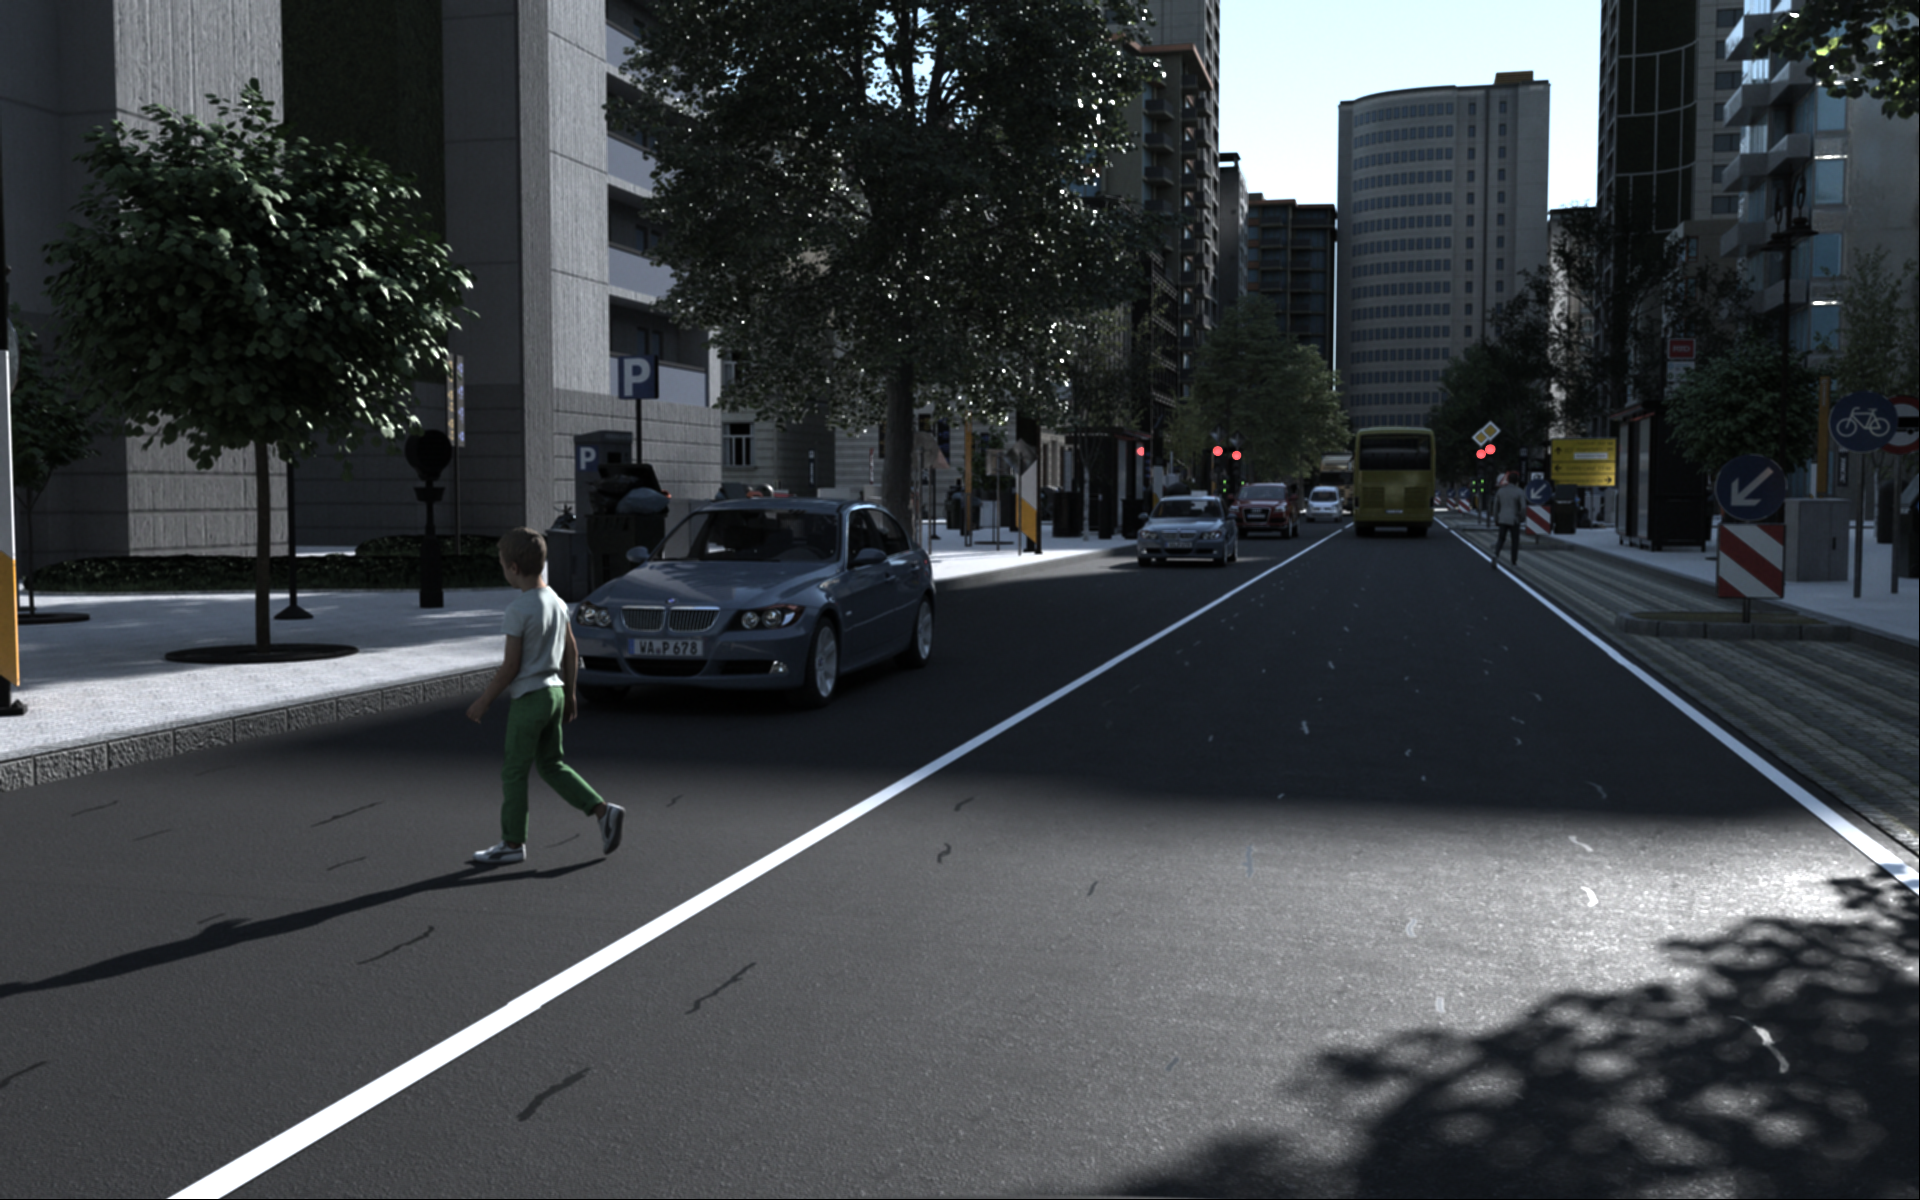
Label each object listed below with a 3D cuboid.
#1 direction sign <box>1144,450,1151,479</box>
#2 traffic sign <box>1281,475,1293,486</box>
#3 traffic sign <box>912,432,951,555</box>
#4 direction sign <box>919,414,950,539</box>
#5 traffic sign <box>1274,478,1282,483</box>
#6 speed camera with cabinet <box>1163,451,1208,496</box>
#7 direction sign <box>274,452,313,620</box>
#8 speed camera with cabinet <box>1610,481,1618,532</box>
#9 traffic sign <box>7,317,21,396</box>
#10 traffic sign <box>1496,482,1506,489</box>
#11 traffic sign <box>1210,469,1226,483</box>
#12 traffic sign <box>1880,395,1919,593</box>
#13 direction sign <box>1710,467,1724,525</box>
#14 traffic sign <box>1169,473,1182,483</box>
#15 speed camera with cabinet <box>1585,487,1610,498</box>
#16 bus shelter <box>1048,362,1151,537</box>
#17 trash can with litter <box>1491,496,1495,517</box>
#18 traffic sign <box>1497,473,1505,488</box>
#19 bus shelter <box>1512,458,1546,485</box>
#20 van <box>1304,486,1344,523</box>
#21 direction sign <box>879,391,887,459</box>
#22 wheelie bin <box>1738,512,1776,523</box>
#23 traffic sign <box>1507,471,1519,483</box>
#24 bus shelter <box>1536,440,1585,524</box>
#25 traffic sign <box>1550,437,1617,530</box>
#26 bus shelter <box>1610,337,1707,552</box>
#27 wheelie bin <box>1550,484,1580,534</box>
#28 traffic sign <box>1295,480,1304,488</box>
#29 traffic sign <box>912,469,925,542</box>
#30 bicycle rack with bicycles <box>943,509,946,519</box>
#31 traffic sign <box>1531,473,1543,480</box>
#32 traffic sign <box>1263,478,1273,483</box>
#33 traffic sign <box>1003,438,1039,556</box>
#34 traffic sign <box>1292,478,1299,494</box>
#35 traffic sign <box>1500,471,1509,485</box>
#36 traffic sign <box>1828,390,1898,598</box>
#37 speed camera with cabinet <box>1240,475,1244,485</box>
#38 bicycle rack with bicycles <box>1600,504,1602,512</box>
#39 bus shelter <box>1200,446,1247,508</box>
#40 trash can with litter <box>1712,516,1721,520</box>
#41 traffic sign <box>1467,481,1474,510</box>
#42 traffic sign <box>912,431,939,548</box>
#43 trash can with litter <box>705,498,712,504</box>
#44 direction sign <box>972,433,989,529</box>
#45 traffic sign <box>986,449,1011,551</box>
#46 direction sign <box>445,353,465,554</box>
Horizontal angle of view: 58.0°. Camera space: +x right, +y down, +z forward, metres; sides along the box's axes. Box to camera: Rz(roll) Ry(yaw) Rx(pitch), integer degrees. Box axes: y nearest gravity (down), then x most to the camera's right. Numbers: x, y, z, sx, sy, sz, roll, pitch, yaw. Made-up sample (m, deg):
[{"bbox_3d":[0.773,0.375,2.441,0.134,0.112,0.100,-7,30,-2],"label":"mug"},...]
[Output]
[{"bbox_3d":[9.469,-5.984,89.829,0.876,3.537,0.379,2,4,27],"label":"direction sign"},{"bbox_3d":[21.292,-6.890,112.762,0.768,2.556,0.104,1,4,16],"label":"traffic sign"},{"bbox_3d":[-0.634,-2.232,36.497,0.884,2.594,0.081,1,4,15],"label":"traffic sign"},{"bbox_3d":[-0.729,-3.487,49.004,0.876,3.537,0.379,0,4,0],"label":"direction sign"},{"bbox_3d":[25.340,-8.414,137.671,0.768,2.556,0.104,2,4,23],"label":"traffic sign"},{"bbox_3d":[10.472,-5.280,80.662,2.038,3.252,0.660,0,4,-7],"label":"speed camera with cabinet"},{"bbox_3d":[-6.872,-1.575,17.754,0.379,3.537,0.876,1,4,10],"label":"direction sign"},{"bbox_3d":[22.396,-3.847,57.234,0.660,3.252,2.038,0,4,-6],"label":"speed camera with cabinet"},{"bbox_3d":[-6.433,-0.684,11.286,0.768,2.556,0.104,1,4,17],"label":"traffic sign"},{"bbox_3d":[39.252,-7.704,125.968,0.884,2.594,0.081,1,4,17],"label":"traffic sign"},{"bbox_3d":[11.963,-4.907,80.337,0.768,2.556,0.104,1,4,21],"label":"traffic sign"},{"bbox_3d":[12.097,-1.360,22.344,0.768,2.556,0.104,1,4,17],"label":"traffic sign"},{"bbox_3d":[32.090,-4.942,72.804,0.876,3.537,0.379,3,4,39],"label":"direction sign"},{"bbox_3d":[10.256,-4.921,82.581,0.606,2.300,0.079,1,4,22],"label":"traffic sign"},{"bbox_3d":[36.456,-6.483,100.338,2.038,3.252,0.660,0,4,-3],"label":"speed camera with cabinet"},{"bbox_3d":[4.383,-4.743,55.187,2.179,5.291,8.768,1,4,14],"label":"bus shelter"},{"bbox_3d":[30.548,-5.365,99.102,0.624,1.170,1.055,1,4,20],"label":"trash can with litter"},{"bbox_3d":[33.367,-6.505,106.463,0.768,2.556,0.104,1,4,23],"label":"traffic sign"},{"bbox_3d":[32.659,-6.410,98.728,2.014,3.302,5.546,1,4,14],"label":"bus shelter"},{"bbox_3d":[18.624,-4.980,88.438,2.013,2.044,4.112,1,4,15],"label":"van"},{"bbox_3d":[-1.481,-2.806,37.868,0.379,3.537,0.876,-3,5,-42],"label":"direction sign"},{"bbox_3d":[17.072,-1.789,37.161,0.980,1.594,0.693,-3,5,-42],"label":"wheelie bin"},{"bbox_3d":[30.473,-5.825,95.339,0.768,2.556,0.104,1,4,22],"label":"traffic sign"},{"bbox_3d":[26.890,-5.277,77.555,1.731,3.624,6.357,1,4,14],"label":"bus shelter"},{"bbox_3d":[22.509,-4.202,62.583,2.265,3.308,0.079,1,4,21],"label":"traffic sign"},{"bbox_3d":[17.188,-3.955,42.288,2.179,5.291,8.768,1,4,14],"label":"bus shelter"},{"bbox_3d":[19.462,-2.922,55.688,0.980,1.594,0.693,2,4,32],"label":"wheelie bin"},{"bbox_3d":[27.291,-8.454,139.410,0.795,2.450,0.064,1,4,18],"label":"traffic sign"},{"bbox_3d":[-1.050,-2.487,40.769,0.768,2.556,0.104,1,4,16],"label":"traffic sign"},{"bbox_3d":[0.805,-4.485,86.712,2.852,0.926,2.925,-2,4,-27],"label":"bicycle rack with bicycles"},{"bbox_3d":[27.501,-4.921,82.584,0.606,2.300,0.079,1,4,21],"label":"traffic sign"},{"bbox_3d":[24.786,-8.524,139.474,0.768,2.556,0.104,1,4,16],"label":"traffic sign"},{"bbox_3d":[1.243,-2.122,35.882,0.795,2.450,0.064,2,4,23],"label":"traffic sign"},{"bbox_3d":[27.387,-8.614,140.940,0.768,2.556,0.104,1,4,22],"label":"traffic sign"},{"bbox_3d":[30.539,-5.907,96.588,0.884,2.594,0.081,1,4,17],"label":"traffic sign"},{"bbox_3d":[11.121,-1.302,21.392,0.768,2.556,0.104,1,4,21],"label":"traffic sign"},{"bbox_3d":[18.724,-7.327,114.125,2.038,3.252,0.660,-3,5,-43],"label":"speed camera with cabinet"},{"bbox_3d":[33.442,-4.682,89.939,2.925,0.926,2.852,1,4,16],"label":"bicycle rack with bicycles"},{"bbox_3d":[13.294,-5.860,87.097,1.731,3.624,6.357,1,4,14],"label":"bus shelter"},{"bbox_3d":[37.684,-4.649,87.066,1.678,1.210,2.233,2,4,27],"label":"trash can with litter"},{"bbox_3d":[40.823,-8.437,137.949,0.884,2.594,0.081,1,4,15],"label":"traffic sign"},{"bbox_3d":[-0.809,-2.141,35.116,0.768,2.556,0.104,1,4,18],"label":"traffic sign"},{"bbox_3d":[-6.230,-2.084,45.456,1.055,1.170,0.624,0,4,6],"label":"trash can with litter"},{"bbox_3d":[0.665,-4.393,63.820,0.876,3.537,0.379,-1,4,-23],"label":"direction sign"},{"bbox_3d":[0.864,-2.266,39.174,0.606,2.300,0.079,1,4,18],"label":"traffic sign"},{"bbox_3d":[-8.213,-2.216,28.222,0.379,3.537,0.876,0,4,1],"label":"direction sign"}]
